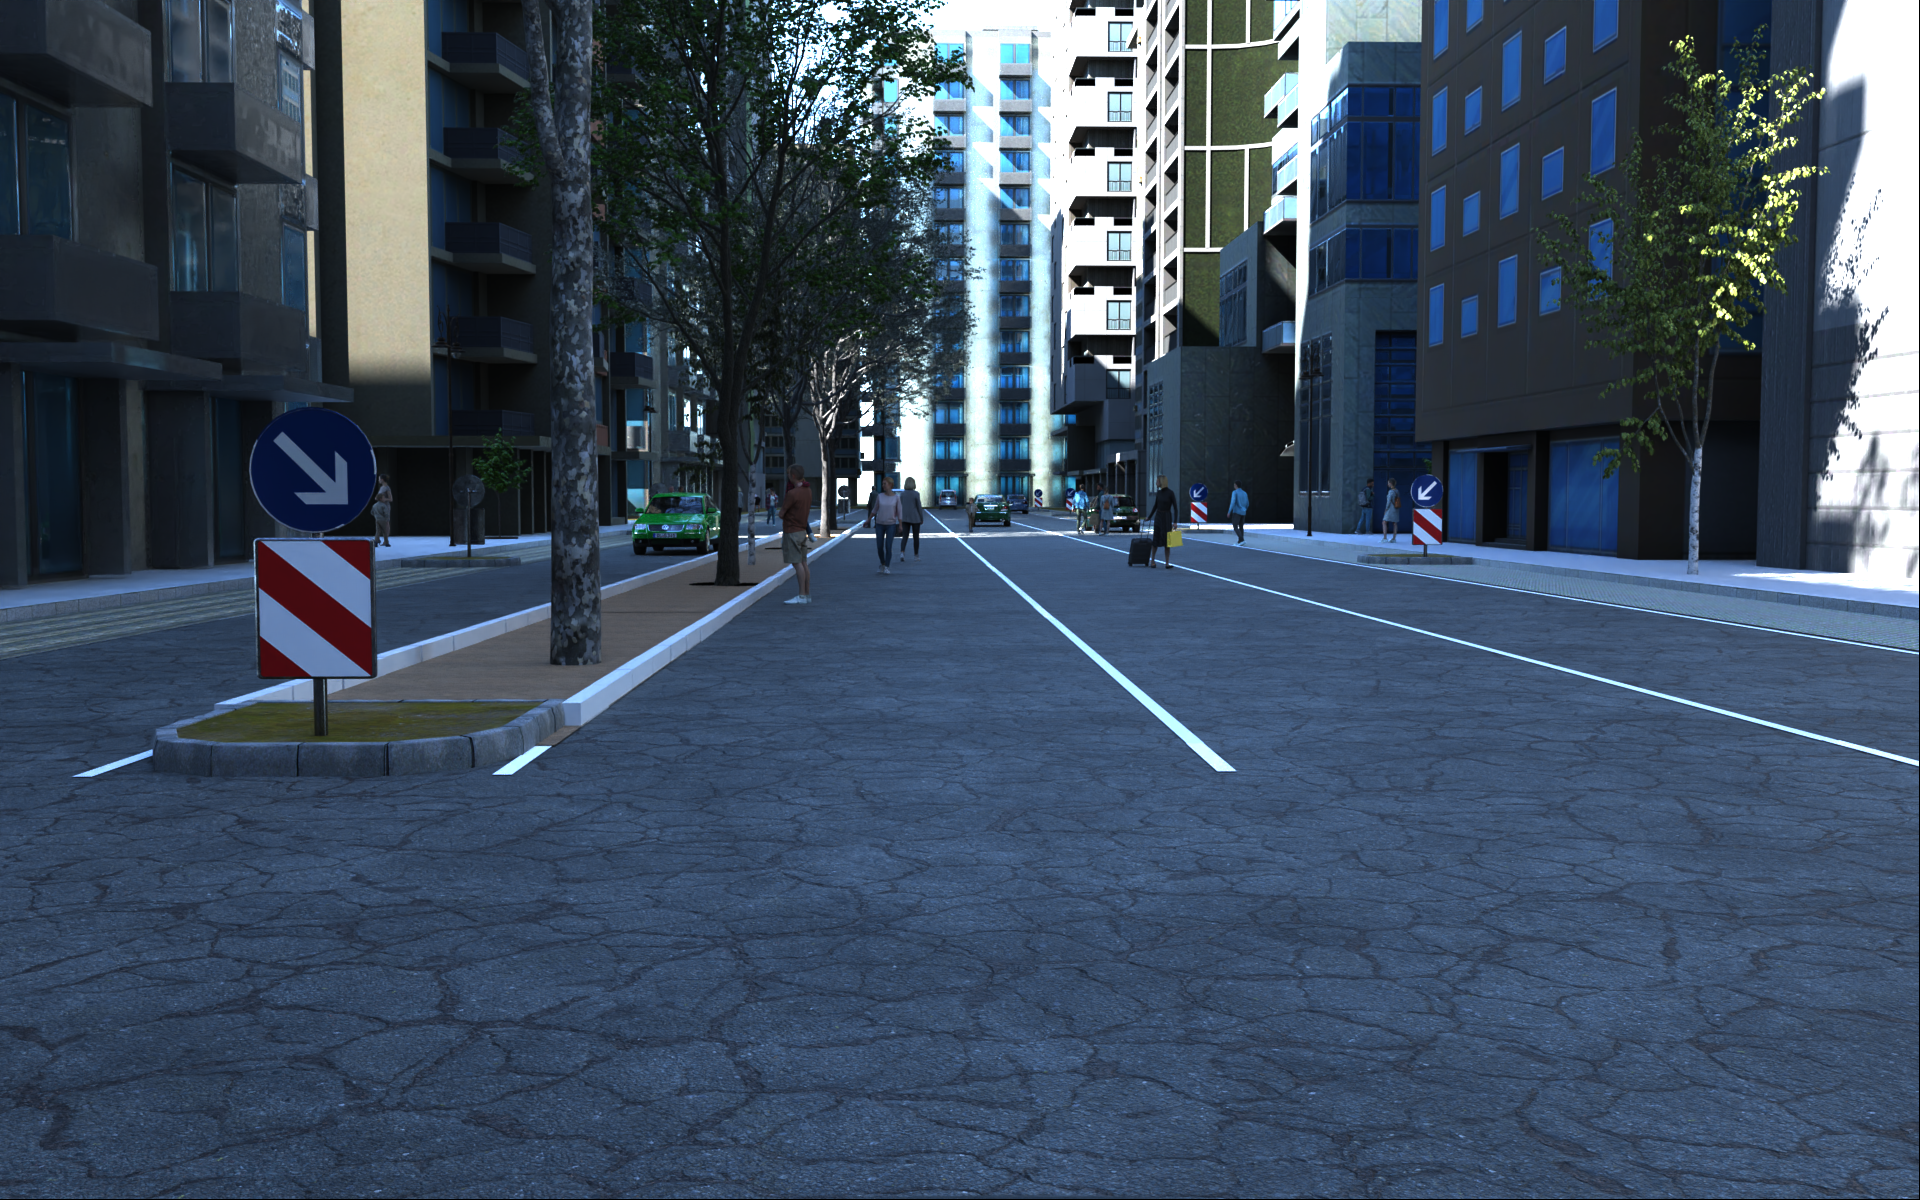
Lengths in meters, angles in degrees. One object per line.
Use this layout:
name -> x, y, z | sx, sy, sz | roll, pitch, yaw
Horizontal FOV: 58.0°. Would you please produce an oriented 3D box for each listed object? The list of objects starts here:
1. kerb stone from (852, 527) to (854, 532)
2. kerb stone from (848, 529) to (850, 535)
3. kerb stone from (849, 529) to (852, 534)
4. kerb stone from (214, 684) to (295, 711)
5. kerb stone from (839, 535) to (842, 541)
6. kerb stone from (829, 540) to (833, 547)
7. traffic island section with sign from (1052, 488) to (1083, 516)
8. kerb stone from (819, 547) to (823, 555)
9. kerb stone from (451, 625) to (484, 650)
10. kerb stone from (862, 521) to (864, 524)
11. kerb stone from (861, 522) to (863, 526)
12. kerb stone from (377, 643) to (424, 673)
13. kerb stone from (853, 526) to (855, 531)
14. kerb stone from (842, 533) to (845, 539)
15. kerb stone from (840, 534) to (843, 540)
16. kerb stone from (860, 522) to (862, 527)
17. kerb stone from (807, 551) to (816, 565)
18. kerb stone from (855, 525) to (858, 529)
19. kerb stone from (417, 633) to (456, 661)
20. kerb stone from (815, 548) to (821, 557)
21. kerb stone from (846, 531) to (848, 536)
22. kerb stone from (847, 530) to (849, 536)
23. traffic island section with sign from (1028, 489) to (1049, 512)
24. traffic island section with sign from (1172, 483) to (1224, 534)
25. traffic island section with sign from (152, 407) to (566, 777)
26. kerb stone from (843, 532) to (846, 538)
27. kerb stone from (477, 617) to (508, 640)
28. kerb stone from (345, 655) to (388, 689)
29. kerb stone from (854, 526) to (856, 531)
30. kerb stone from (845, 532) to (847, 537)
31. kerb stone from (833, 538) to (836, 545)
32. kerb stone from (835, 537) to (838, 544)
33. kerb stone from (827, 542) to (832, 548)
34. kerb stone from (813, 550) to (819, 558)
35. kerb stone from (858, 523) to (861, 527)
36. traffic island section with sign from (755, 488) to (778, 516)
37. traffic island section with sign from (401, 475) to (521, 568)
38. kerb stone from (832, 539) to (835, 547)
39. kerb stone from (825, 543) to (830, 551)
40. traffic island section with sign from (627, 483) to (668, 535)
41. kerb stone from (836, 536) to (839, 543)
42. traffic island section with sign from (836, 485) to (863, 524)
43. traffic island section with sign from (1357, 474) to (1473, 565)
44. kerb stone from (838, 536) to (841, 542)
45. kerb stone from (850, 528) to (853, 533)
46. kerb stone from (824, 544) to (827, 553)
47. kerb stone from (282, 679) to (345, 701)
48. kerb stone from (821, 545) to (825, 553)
kerb stone -> -3.972, -2.457, 62.364 | 0.120, 0.150, 1.000 | 0, 4, -2
kerb stone -> -3.845, -2.206, 58.258 | 0.120, 0.150, 1.000 | 0, 4, -2
kerb stone -> -3.873, -2.258, 59.282 | 0.120, 0.150, 1.000 | 0, 4, -2
kerb stone -> -4.505, 0.680, 11.072 | 0.120, 0.150, 1.000 | 0, 4, -2
kerb stone -> -3.622, -1.764, 51.096 | 0.120, 0.150, 1.000 | 0, 4, -2
kerb stone -> -3.441, -1.390, 44.947 | 0.120, 0.150, 1.000 | 0, 4, -2
traffic island section with sign -> 6.997, -6.349, 112.426 | 1.989, 1.847, 2.006 | 0, 4, -2
kerb stone -> -3.286, -1.078, 39.824 | 0.120, 0.150, 1.000 | 0, 4, -2
kerb stone -> -4.660, 0.366, 16.204 | 0.120, 0.150, 1.000 | 0, 4, -2
kerb stone -> -4.377, -3.271, 75.671 | 0.120, 0.150, 1.000 | 0, 4, -2
kerb stone -> -4.320, -3.146, 73.627 | 0.120, 0.150, 1.000 | 0, 4, -2
kerb stone -> -4.607, 0.492, 14.157 | 0.120, 0.150, 1.000 | 0, 4, -2
kerb stone -> -4.004, -2.519, 63.388 | 0.120, 0.150, 1.000 | 0, 4, -2
kerb stone -> -3.686, -1.891, 53.140 | 0.120, 0.150, 1.000 | 0, 4, -2
kerb stone -> -3.662, -1.830, 52.118 | 0.120, 0.150, 1.000 | 0, 4, -2
kerb stone -> -4.287, -3.080, 72.605 | 0.120, 0.150, 1.000 | 0, 4, -2
kerb stone -> -3.196, -0.890, 36.755 | 0.120, 0.150, 1.000 | 0, 4, -2
kerb stone -> -4.088, -2.707, 66.460 | 0.120, 0.150, 1.000 | 0, 4, -2
kerb stone -> -4.635, 0.429, 15.182 | 0.120, 0.150, 1.000 | 0, 4, -2
kerb stone -> -3.250, -1.016, 38.799 | 0.120, 0.150, 1.000 | 0, 4, -2
kerb stone -> -3.781, -2.078, 56.211 | 0.120, 0.150, 1.000 | 0, 4, -2
kerb stone -> -3.812, -2.138, 57.237 | 0.120, 0.150, 1.000 | 0, 4, -2
traffic island section with sign -> 6.157, -8.015, 139.679 | 1.989, 1.847, 2.006 | 0, 4, -2
traffic island section with sign -> 8.495, -3.346, 63.328 | 1.989, 1.847, 2.006 | 0, 4, -2
traffic island section with sign -> -3.401, -0.097, 9.721 | 2.006, 1.907, 1.989 | 0, 4, -2
kerb stone -> -3.715, -1.955, 54.162 | 0.120, 0.150, 1.000 | 0, 4, -2
kerb stone -> -4.699, 0.303, 17.236 | 0.120, 0.150, 1.000 | 0, 4, -2
kerb stone -> -4.564, 0.558, 13.126 | 0.120, 0.150, 1.000 | 0, 4, -2
kerb stone -> -4.031, -2.582, 64.410 | 0.120, 0.150, 1.000 | 0, 4, -2
kerb stone -> -3.751, -2.018, 55.189 | 0.120, 0.150, 1.000 | 0, 4, -2
kerb stone -> -3.502, -1.513, 46.990 | 0.120, 0.150, 1.000 | 0, 4, -2
kerb stone -> -3.532, -1.579, 48.012 | 0.120, 0.150, 1.000 | 0, 4, -2
kerb stone -> -3.398, -1.325, 43.918 | 0.120, 0.150, 1.000 | 0, 4, -2
kerb stone -> -3.216, -0.953, 37.778 | 0.120, 0.150, 1.000 | 0, 4, -2
kerb stone -> -4.217, -2.957, 70.562 | 0.120, 0.150, 1.000 | 0, 4, -2
traffic island section with sign -> -12.227, -6.324, 112.024 | 1.989, 1.847, 2.006 | 0, 4, -2
traffic island section with sign -> -9.860, -1.581, 34.484 | 1.989, 1.847, 2.006 | 0, 4, -2
kerb stone -> -3.469, -1.454, 45.968 | 0.120, 0.150, 1.000 | 0, 4, -2
kerb stone -> -3.369, -1.266, 42.892 | 0.120, 0.150, 1.000 | 0, 4, -2
traffic island section with sign -> -10.689, -3.229, 61.426 | 1.989, 1.847, 2.006 | 0, 4, -2
kerb stone -> -3.567, -1.642, 49.037 | 0.120, 0.150, 1.000 | 0, 4, -2
traffic island section with sign -> -5.703, -4.690, 84.825 | 2.006, 1.907, 1.989 | 0, 4, -2
traffic island section with sign -> 9.329, -1.665, 35.851 | 1.989, 1.847, 2.006 | 0, 4, -2
kerb stone -> -3.593, -1.699, 50.069 | 0.120, 0.150, 1.000 | 0, 4, -2
kerb stone -> -3.904, -2.331, 60.309 | 0.120, 0.150, 1.000 | 0, 4, -2
kerb stone -> -3.350, -1.193, 41.871 | 0.120, 0.150, 1.000 | 0, 4, -2
kerb stone -> -4.540, 0.617, 12.104 | 0.120, 0.150, 1.000 | 0, 4, -2
kerb stone -> -3.321, -1.139, 40.845 | 0.120, 0.150, 1.000 | 0, 4, -2
